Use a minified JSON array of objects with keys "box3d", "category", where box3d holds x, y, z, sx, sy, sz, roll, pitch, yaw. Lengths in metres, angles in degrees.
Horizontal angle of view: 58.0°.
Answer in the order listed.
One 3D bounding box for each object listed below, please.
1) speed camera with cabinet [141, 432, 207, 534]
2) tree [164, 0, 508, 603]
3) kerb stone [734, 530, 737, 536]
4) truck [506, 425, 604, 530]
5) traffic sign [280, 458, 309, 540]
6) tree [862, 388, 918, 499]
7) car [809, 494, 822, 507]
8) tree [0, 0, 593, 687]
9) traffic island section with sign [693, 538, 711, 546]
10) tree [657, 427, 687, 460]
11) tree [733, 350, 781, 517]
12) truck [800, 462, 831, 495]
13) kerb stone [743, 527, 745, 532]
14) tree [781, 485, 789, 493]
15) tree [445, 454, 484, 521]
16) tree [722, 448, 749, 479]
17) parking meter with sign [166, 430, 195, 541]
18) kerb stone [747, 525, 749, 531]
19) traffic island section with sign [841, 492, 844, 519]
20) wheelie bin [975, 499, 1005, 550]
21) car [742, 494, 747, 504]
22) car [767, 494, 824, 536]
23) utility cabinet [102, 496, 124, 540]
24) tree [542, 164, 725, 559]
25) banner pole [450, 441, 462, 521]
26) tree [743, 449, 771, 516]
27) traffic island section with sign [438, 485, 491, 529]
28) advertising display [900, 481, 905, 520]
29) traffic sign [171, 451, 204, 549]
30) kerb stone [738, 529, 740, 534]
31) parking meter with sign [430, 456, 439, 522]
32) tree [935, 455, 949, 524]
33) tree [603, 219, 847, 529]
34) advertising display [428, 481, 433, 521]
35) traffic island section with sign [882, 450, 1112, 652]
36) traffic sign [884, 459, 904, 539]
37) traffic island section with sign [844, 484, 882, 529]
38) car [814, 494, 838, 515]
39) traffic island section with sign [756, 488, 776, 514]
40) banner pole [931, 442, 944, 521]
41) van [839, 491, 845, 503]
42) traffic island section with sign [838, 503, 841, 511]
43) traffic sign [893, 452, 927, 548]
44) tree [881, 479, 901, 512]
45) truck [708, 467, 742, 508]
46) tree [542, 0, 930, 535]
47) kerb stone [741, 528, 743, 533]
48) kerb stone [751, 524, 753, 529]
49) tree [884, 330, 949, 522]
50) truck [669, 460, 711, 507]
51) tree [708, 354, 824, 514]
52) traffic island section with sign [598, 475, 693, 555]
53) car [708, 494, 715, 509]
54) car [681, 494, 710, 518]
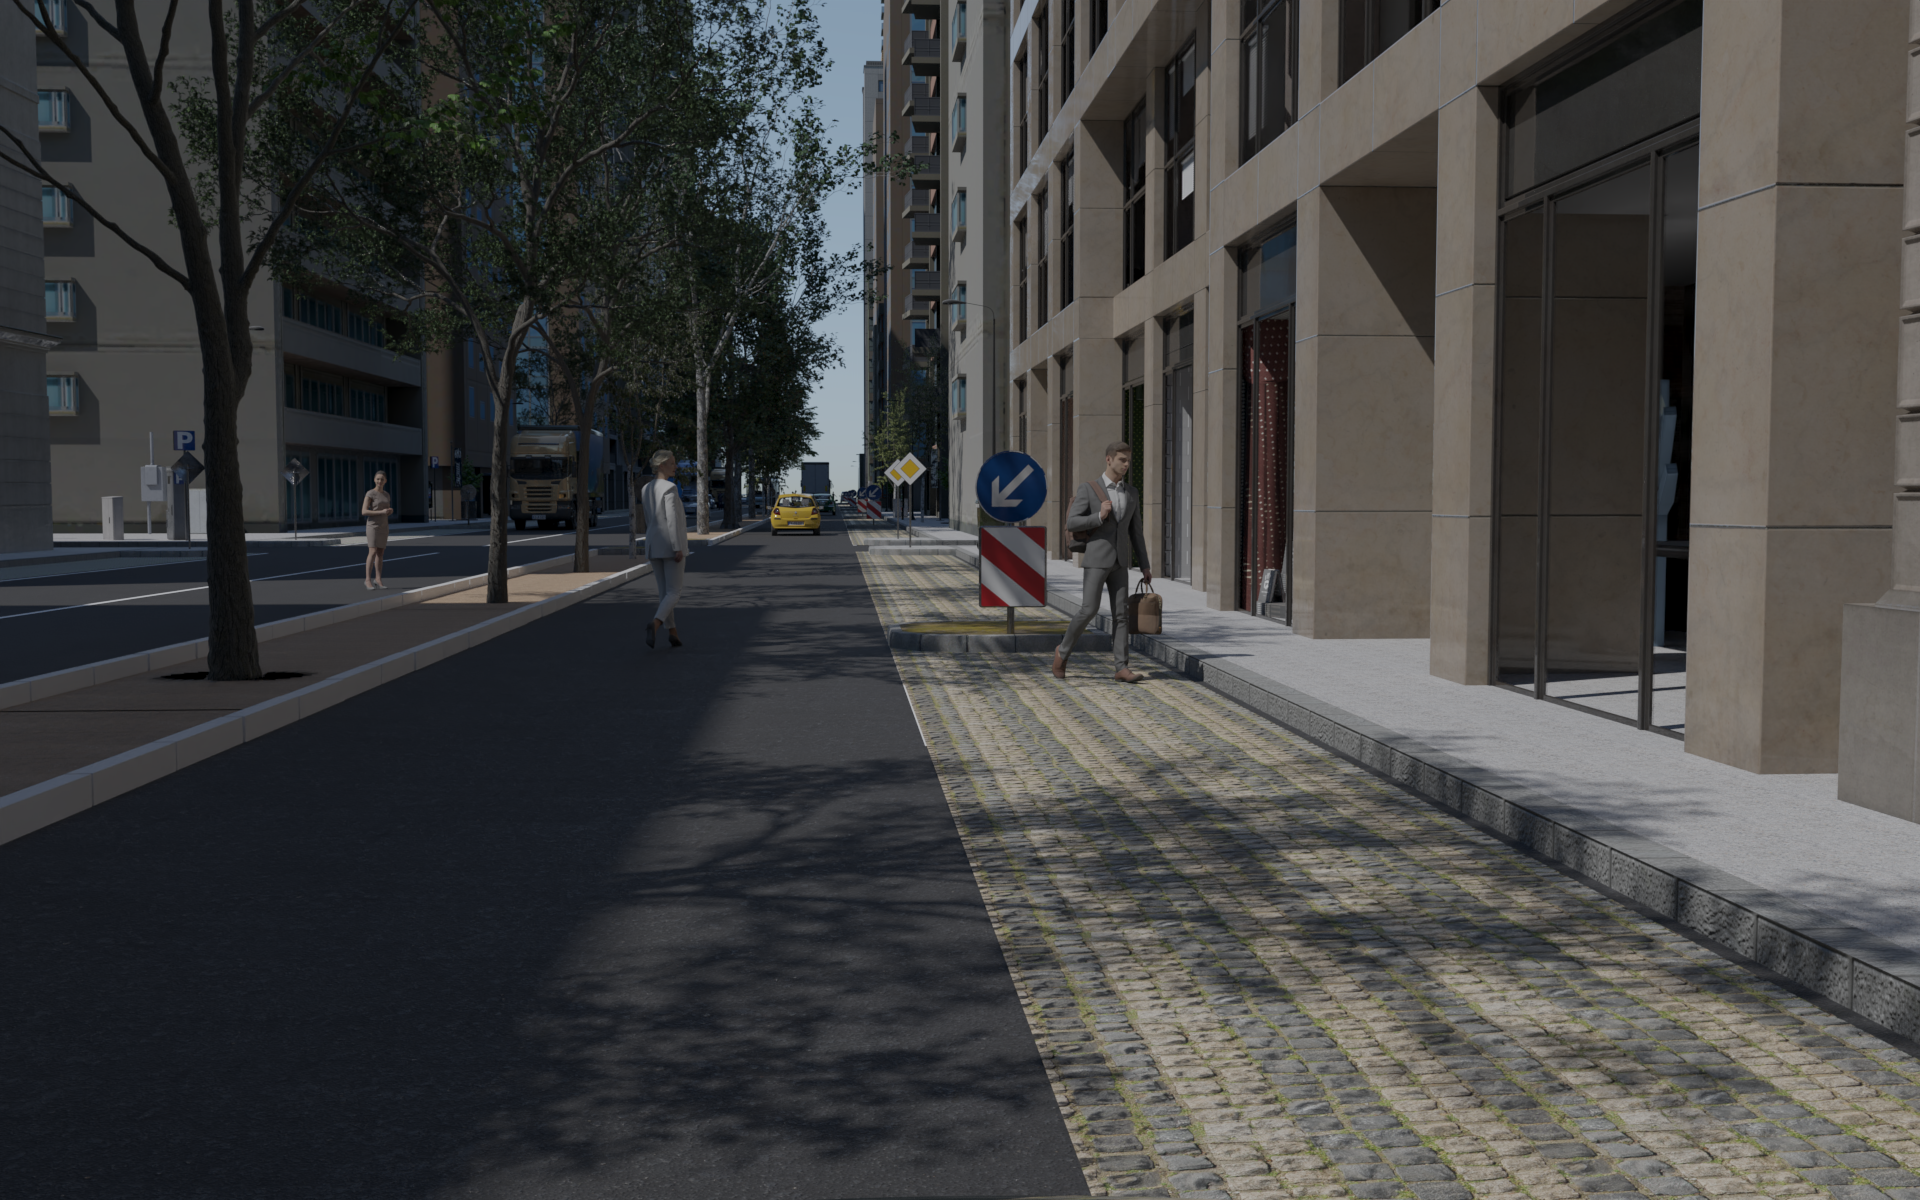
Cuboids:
[{"box3d":[-25.106,-3.744,55.556,2.038,3.252,0.660,0,4,-5],"category":"speed camera with cabinet"},{"box3d":[-6.059,-5.208,22.020,8.767,10.594,7.601,0,4,-4],"category":"tree"},{"box3d":[-7.669,-2.195,58.084,0.120,0.150,1.000,0,4,-4],"category":"kerb stone"},{"box3d":[-16.902,-5.128,72.759,2.839,4.237,11.283,0,4,-5],"category":"truck"},{"box3d":[-18.525,-2.729,48.257,0.795,2.450,0.064,0,4,-4],"category":"traffic sign"},{"box3d":[-4.577,-10.331,119.280,4.737,8.622,4.395,0,3,0],"category":"tree"},{"box3d":[-9.181,-5.625,102.189,2.015,1.641,3.980,0,4,-4],"category":"car"},{"box3d":[-5.722,-5.194,13.141,9.928,11.665,9.643,0,3,0],"category":"tree"},{"box3d":[-8.062,-2.483,48.730,2.006,1.907,1.989,0,4,-4],"category":"traffic island section with sign"},{"box3d":[-31.744,-17.133,198.256,7.486,12.596,7.792,0,3,0],"category":"tree"},{"box3d":[-10.235,-7.645,77.820,4.360,8.622,3.978,0,3,0],"category":"tree"},{"box3d":[-13.034,-10.232,156.209,2.839,4.237,11.283,0,4,-5],"category":"truck"},{"box3d":[-8.042,-2.505,63.203,0.120,0.150,1.000,0,4,-4],"category":"kerb stone"},{"box3d":[-12.309,-9.513,108.356,4.360,8.622,3.978,0,3,0],"category":"tree"},{"box3d":[-23.856,-5.476,84.134,1.663,3.219,1.824,0,3,0],"category":"tree"},{"box3d":[-37.704,-22.759,282.477,12.009,13.543,11.850,0,3,0],"category":"tree"},{"box3d":[-21.771,-3.179,48.237,0.543,3.016,1.738,-3,4,-37],"category":"parking meter with sign"},{"box3d":[-8.274,-2.693,66.271,0.120,0.150,1.000,0,4,-4],"category":"kerb stone"},{"box3d":[-5.661,-5.516,98.821,1.989,1.847,2.006,0,4,-4],"category":"traffic island section with sign"},{"box3d":[0.709,-1.886,38.750,0.693,1.594,0.980,0,4,-7],"category":"wheelie bin"},{"box3d":[-28.093,-13.066,225.636,2.014,1.417,4.499,0,4,-5],"category":"car"},{"box3d":[-5.780,-3.094,60.812,2.015,1.641,3.980,0,4,-6],"category":"car"},{"box3d":[-23.716,-2.282,48.472,0.306,1.237,1.020,-3,5,-41],"category":"utility cabinet"},{"box3d":[-7.157,-5.182,37.553,4.360,8.622,3.978,0,3,0],"category":"tree"},{"box3d":[-23.881,-5.628,82.031,0.401,3.779,0.863,2,4,31],"category":"banner pole"},{"box3d":[-12.739,-9.880,114.358,4.737,8.622,4.395,0,3,0],"category":"tree"},{"box3d":[-20.201,-3.815,71.002,1.989,1.847,2.006,0,4,-4],"category":"traffic island section with sign"},{"box3d":[-2.866,-4.958,86.283,0.123,1.923,0.974,0,4,-7],"category":"advertising display"},{"box3d":[-17.947,-2.242,40.293,0.795,2.450,0.064,0,4,-4],"category":"traffic sign"},{"box3d":[-7.823,-2.316,60.135,0.120,0.150,1.000,0,4,-4],"category":"kerb stone"},{"box3d":[-25.069,-5.142,80.336,1.738,3.016,0.543,1,4,18],"category":"parking meter with sign"},{"box3d":[-0.199,-4.913,74.929,1.663,3.219,1.824,0,3,0],"category":"tree"},{"box3d":[-9.438,-9.248,70.662,9.611,12.733,9.660,0,3,0],"category":"tree"},{"box3d":[-25.976,-4.804,83.758,0.974,1.923,0.123,1,4,12],"category":"advertising display"},{"box3d":[0.310,-0.483,16.520,1.989,1.847,2.006,0,4,-4],"category":"traffic island section with sign"},{"box3d":[-1.773,-2.802,49.448,0.795,2.450,0.064,0,4,-4],"category":"traffic sign"},{"box3d":[-3.707,-3.872,71.936,1.989,1.847,2.006,0,4,-4],"category":"traffic island section with sign"},{"box3d":[-9.338,-6.474,117.650,2.131,1.459,4.920,0,4,-4],"category":"car"},{"box3d":[-13.509,-7.066,123.672,2.006,1.907,1.989,0,4,-4],"category":"traffic island section with sign"},{"box3d":[-1.124,-5.736,83.805,0.863,3.779,0.401,3,5,43],"category":"banner pole"},{"box3d":[-17.558,-15.826,265.769,2.013,2.044,4.112,0,4,-5],"category":"van"},{"box3d":[-9.328,-8.604,149.297,1.989,1.847,2.006,0,4,-4],"category":"traffic island section with sign"},{"box3d":[-1.195,-2.314,41.483,0.795,2.450,0.064,0,4,-4],"category":"traffic sign"},{"box3d":[-4.928,-8.123,127.405,1.663,3.219,1.824,0,3,0],"category":"tree"},{"box3d":[-24.390,-11.706,180.302,2.839,4.237,11.283,0,4,-3],"category":"truck"},{"box3d":[-7.728,-12.293,59.339,12.611,20.169,13.585,0,3,0],"category":"tree"},{"box3d":[-7.977,-2.440,62.183,0.120,0.150,1.000,0,4,-4],"category":"kerb stone"},{"box3d":[-8.490,-2.884,69.345,0.120,0.150,1.000,0,4,-4],"category":"kerb stone"},{"box3d":[-1.670,-7.837,78.501,4.360,8.622,3.978,0,3,0],"category":"tree"},{"box3d":[-22.210,-9.361,142.812,2.967,4.110,18.799,0,4,-6],"category":"truck"},{"box3d":[-13.334,-12.235,120.624,7.486,12.596,7.792,0,3,0],"category":"tree"},{"box3d":[-7.536,-2.031,41.342,2.006,1.907,1.989,0,4,-4],"category":"traffic island section with sign"},{"box3d":[-24.052,-9.246,163.169,2.014,1.417,4.499,0,4,-5],"category":"car"},{"box3d":[-15.908,-5.592,103.434,2.014,1.417,4.499,0,4,-3],"category":"car"}]
